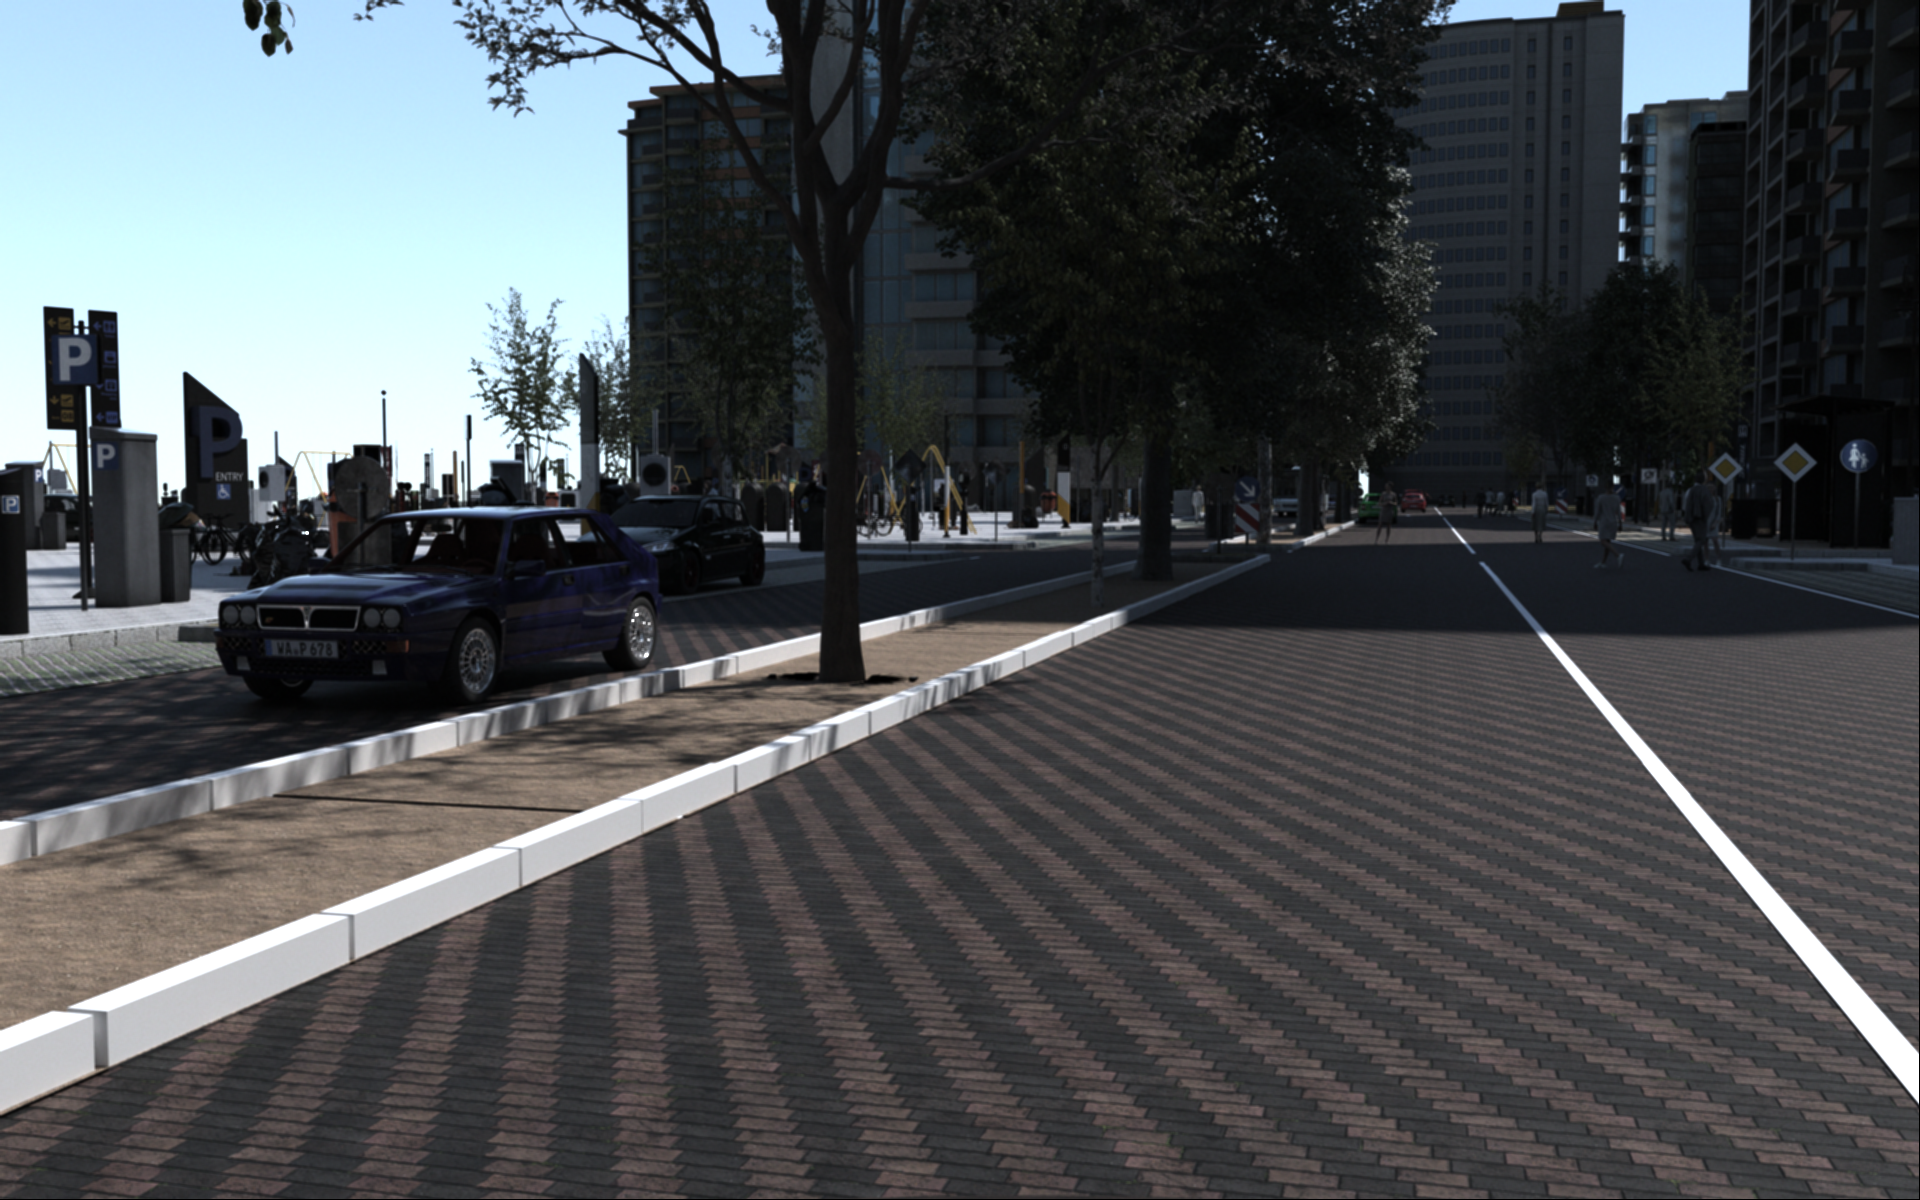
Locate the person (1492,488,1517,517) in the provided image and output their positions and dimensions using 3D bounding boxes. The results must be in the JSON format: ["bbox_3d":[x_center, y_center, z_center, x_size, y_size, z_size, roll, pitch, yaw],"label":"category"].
[{"bbox_3d":[34.535,-6.182,109.796,1.509,1.804,0.699,1,4,22],"label":"person"}]

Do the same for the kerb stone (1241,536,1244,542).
[{"bbox_3d":[8.249,-1.787,51.406,0.120,0.150,1.000,1,4,15],"label":"kerb stone"}]

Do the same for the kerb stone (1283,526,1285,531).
[{"bbox_3d":[12.219,-2.693,66.257,0.120,0.150,1.000,1,4,15],"label":"kerb stone"}]

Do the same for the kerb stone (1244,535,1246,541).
[{"bbox_3d":[8.514,-1.847,52.393,0.120,0.150,1.000,1,4,15],"label":"kerb stone"}]

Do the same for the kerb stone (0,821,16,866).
[{"bbox_3d":[-3.821,0.972,6.307,0.120,0.150,1.000,1,4,15],"label":"kerb stone"}]

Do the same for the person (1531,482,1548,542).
[{"bbox_3d":[17.104,-2.593,51.118,0.478,1.798,0.641,1,4,21],"label":"person"}]

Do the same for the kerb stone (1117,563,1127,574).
[{"bbox_3d":[2.812,-0.543,31.080,0.120,0.150,1.000,1,4,15],"label":"kerb stone"}]

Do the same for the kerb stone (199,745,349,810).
[{"bbox_3d":[-3.290,0.853,8.294,0.120,0.150,1.000,1,4,15],"label":"kerb stone"}]

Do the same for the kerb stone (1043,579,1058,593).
[{"bbox_3d":[1.217,-0.179,25.126,0.120,0.150,1.000,1,4,15],"label":"kerb stone"}]

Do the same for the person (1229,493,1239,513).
[{"bbox_3d":[13.487,-4.665,84.876,0.850,1.850,0.679,2,4,35],"label":"person"}]

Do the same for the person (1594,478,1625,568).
[{"bbox_3d":[12.521,-1.472,33.321,0.466,1.731,0.760,-2,4,-30],"label":"person"}]

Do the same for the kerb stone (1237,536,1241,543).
[{"bbox_3d":[7.982,-1.726,50.412,0.120,0.150,1.000,1,4,15],"label":"kerb stone"}]

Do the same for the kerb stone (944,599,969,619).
[{"bbox_3d":[-0.104,0.124,20.174,0.120,0.150,1.000,1,4,15],"label":"kerb stone"}]

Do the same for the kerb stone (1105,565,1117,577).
[{"bbox_3d":[2.541,-0.482,30.078,0.120,0.150,1.000,1,4,15],"label":"kerb stone"}]

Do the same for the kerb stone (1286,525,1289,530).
[{"bbox_3d":[12.762,-2.816,68.229,0.120,0.150,1.000,1,4,15],"label":"kerb stone"}]

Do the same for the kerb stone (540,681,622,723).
[{"bbox_3d":[-2.491,0.669,11.262,0.120,0.150,1.000,1,4,15],"label":"kerb stone"}]

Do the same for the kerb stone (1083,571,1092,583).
[{"bbox_3d":[2.007,-0.361,28.105,0.120,0.150,1.000,1,4,15],"label":"kerb stone"}]

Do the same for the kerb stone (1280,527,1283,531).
[{"bbox_3d":[11.958,-2.634,65.266,0.120,0.150,1.000,1,4,15],"label":"kerb stone"}]

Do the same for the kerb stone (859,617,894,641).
[{"bbox_3d":[-0.890,0.305,17.205,0.120,0.150,1.000,1,4,15],"label":"kerb stone"}]

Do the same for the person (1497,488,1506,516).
[{"bbox_3d":[34.966,-6.319,112.039,0.641,1.798,0.478,-3,5,-39],"label":"person"}]

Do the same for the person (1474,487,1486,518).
[{"bbox_3d":[31.258,-5.854,103.992,0.659,1.850,0.755,2,4,27],"label":"person"}]

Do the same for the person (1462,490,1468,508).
[{"bbox_3d":[50.806,-10.145,174.387,0.705,1.821,1.348,3,4,36],"label":"person"}]

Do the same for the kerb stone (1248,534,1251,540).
[{"bbox_3d":[8.779,-1.907,53.381,0.120,0.150,1.000,1,4,15],"label":"kerb stone"}]

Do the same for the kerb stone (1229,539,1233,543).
[{"bbox_3d":[7.459,-1.603,48.435,0.120,0.150,1.000,1,4,15],"label":"kerb stone"}]

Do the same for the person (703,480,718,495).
[{"bbox_3d":[-6.312,-2.169,44.221,0.793,1.790,0.793,1,4,19],"label":"person"}]

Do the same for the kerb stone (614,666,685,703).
[{"bbox_3d":[-2.229,0.608,12.258,0.120,0.150,1.000,1,4,15],"label":"kerb stone"}]

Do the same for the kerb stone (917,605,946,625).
[{"bbox_3d":[-0.378,0.184,19.190,0.120,0.150,1.000,1,4,15],"label":"kerb stone"}]

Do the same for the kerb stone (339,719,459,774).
[{"bbox_3d":[-3.020,0.792,9.280,0.120,0.150,1.000,1,4,15],"label":"kerb stone"}]

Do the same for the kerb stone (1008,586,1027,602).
[{"bbox_3d":[0.687,-0.058,23.143,0.120,0.150,1.000,1,4,15],"label":"kerb stone"}]

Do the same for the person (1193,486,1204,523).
[{"bbox_3d":[11.692,-4.677,84.846,0.514,1.842,0.818,0,4,-8],"label":"person"}]

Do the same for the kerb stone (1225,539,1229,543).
[{"bbox_3d":[7.193,-1.540,47.445,0.120,0.150,1.000,1,4,15],"label":"kerb stone"}]

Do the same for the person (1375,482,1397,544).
[{"bbox_3d":[12.126,-2.475,49.301,0.599,1.781,0.374,1,4,13],"label":"person"}]

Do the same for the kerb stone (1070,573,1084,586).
[{"bbox_3d":[1.746,-0.301,27.117,0.120,0.150,1.000,1,4,15],"label":"kerb stone"}]

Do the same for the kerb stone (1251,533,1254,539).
[{"bbox_3d":[9.037,-1.966,54.371,0.120,0.150,1.000,1,4,15],"label":"kerb stone"}]

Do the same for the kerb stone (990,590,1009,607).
[{"bbox_3d":[0.422,0.009,22.151,0.120,0.150,1.000,1,4,15],"label":"kerb stone"}]

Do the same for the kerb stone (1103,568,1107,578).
[{"bbox_3d":[2.275,-0.417,29.092,0.120,0.150,1.000,1,4,15],"label":"kerb stone"}]

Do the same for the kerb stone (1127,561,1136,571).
[{"bbox_3d":[3.074,-0.603,32.069,0.120,0.150,1.000,1,4,15],"label":"kerb stone"}]

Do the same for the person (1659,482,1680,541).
[{"bbox_3d":[21.571,-2.702,52.778,0.391,1.810,0.635,-2,4,-26],"label":"person"}]

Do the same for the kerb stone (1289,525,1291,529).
[{"bbox_3d":[13.023,-2.872,69.226,0.120,0.150,1.000,1,4,15],"label":"kerb stone"}]

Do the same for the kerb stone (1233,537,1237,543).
[{"bbox_3d":[7.714,-1.665,49.425,0.120,0.150,1.000,1,4,15],"label":"kerb stone"}]

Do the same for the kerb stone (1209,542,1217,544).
[{"bbox_3d":[6.659,-1.423,45.459,0.120,0.150,1.000,1,4,15],"label":"kerb stone"}]

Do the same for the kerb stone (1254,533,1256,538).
[{"bbox_3d":[9.304,-2.026,55.357,0.120,0.150,1.000,1,4,15],"label":"kerb stone"}]

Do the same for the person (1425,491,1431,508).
[{"bbox_3d":[49.171,-10.623,182.908,1.217,1.743,0.721,0,4,6],"label":"person"}]

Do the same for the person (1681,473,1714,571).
[{"bbox_3d":[13.785,-1.450,32.313,0.850,1.850,0.679,-2,4,-26],"label":"person"}]

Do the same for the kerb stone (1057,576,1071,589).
[{"bbox_3d":[1.482,-0.239,26.120,0.120,0.150,1.000,1,4,15],"label":"kerb stone"}]

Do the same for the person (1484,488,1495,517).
[{"bbox_3d":[32.816,-6.060,107.422,0.661,1.843,0.795,2,4,30],"label":"person"}]

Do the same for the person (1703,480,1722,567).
[{"bbox_3d":[14.902,-1.524,34.417,0.512,1.701,0.522,2,4,31],"label":"person"}]

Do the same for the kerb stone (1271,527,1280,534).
[{"bbox_3d":[11.695,-2.574,64.278,0.120,0.150,1.000,1,4,15],"label":"kerb stone"}]

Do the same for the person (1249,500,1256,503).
[{"bbox_3d":[15.039,-4.929,89.435,0.694,1.780,0.624,-1,4,-16],"label":"person"}]

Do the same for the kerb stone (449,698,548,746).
[{"bbox_3d":[-2.756,0.729,10.275,0.120,0.150,1.000,1,4,15],"label":"kerb stone"}]

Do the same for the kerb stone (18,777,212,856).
[{"bbox_3d":[-3.555,0.911,7.302,0.120,0.150,1.000,1,4,15],"label":"kerb stone"}]

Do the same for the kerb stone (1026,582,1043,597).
[{"bbox_3d":[0.951,-0.119,24.136,0.120,0.150,1.000,1,4,15],"label":"kerb stone"}]

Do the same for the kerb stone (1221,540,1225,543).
[{"bbox_3d":[6.927,-1.479,46.448,0.120,0.150,1.000,1,4,15],"label":"kerb stone"}]

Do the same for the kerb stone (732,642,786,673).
[{"bbox_3d":[-1.691,0.486,14.242,0.120,0.150,1.000,1,4,15],"label":"kerb stone"}]

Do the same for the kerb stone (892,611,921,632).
[{"bbox_3d":[-0.636,0.250,18.201,0.120,0.150,1.000,1,4,15],"label":"kerb stone"}]

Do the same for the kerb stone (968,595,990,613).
[{"bbox_3d":[0.160,0.063,21.162,0.120,0.150,1.000,1,4,15],"label":"kerb stone"}]

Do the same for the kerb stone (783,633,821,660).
[{"bbox_3d":[-1.436,0.426,15.231,0.120,0.150,1.000,1,4,15],"label":"kerb stone"}]

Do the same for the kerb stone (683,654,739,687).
[{"bbox_3d":[-1.957,0.554,13.248,0.120,0.150,1.000,1,4,15],"label":"kerb stone"}]
